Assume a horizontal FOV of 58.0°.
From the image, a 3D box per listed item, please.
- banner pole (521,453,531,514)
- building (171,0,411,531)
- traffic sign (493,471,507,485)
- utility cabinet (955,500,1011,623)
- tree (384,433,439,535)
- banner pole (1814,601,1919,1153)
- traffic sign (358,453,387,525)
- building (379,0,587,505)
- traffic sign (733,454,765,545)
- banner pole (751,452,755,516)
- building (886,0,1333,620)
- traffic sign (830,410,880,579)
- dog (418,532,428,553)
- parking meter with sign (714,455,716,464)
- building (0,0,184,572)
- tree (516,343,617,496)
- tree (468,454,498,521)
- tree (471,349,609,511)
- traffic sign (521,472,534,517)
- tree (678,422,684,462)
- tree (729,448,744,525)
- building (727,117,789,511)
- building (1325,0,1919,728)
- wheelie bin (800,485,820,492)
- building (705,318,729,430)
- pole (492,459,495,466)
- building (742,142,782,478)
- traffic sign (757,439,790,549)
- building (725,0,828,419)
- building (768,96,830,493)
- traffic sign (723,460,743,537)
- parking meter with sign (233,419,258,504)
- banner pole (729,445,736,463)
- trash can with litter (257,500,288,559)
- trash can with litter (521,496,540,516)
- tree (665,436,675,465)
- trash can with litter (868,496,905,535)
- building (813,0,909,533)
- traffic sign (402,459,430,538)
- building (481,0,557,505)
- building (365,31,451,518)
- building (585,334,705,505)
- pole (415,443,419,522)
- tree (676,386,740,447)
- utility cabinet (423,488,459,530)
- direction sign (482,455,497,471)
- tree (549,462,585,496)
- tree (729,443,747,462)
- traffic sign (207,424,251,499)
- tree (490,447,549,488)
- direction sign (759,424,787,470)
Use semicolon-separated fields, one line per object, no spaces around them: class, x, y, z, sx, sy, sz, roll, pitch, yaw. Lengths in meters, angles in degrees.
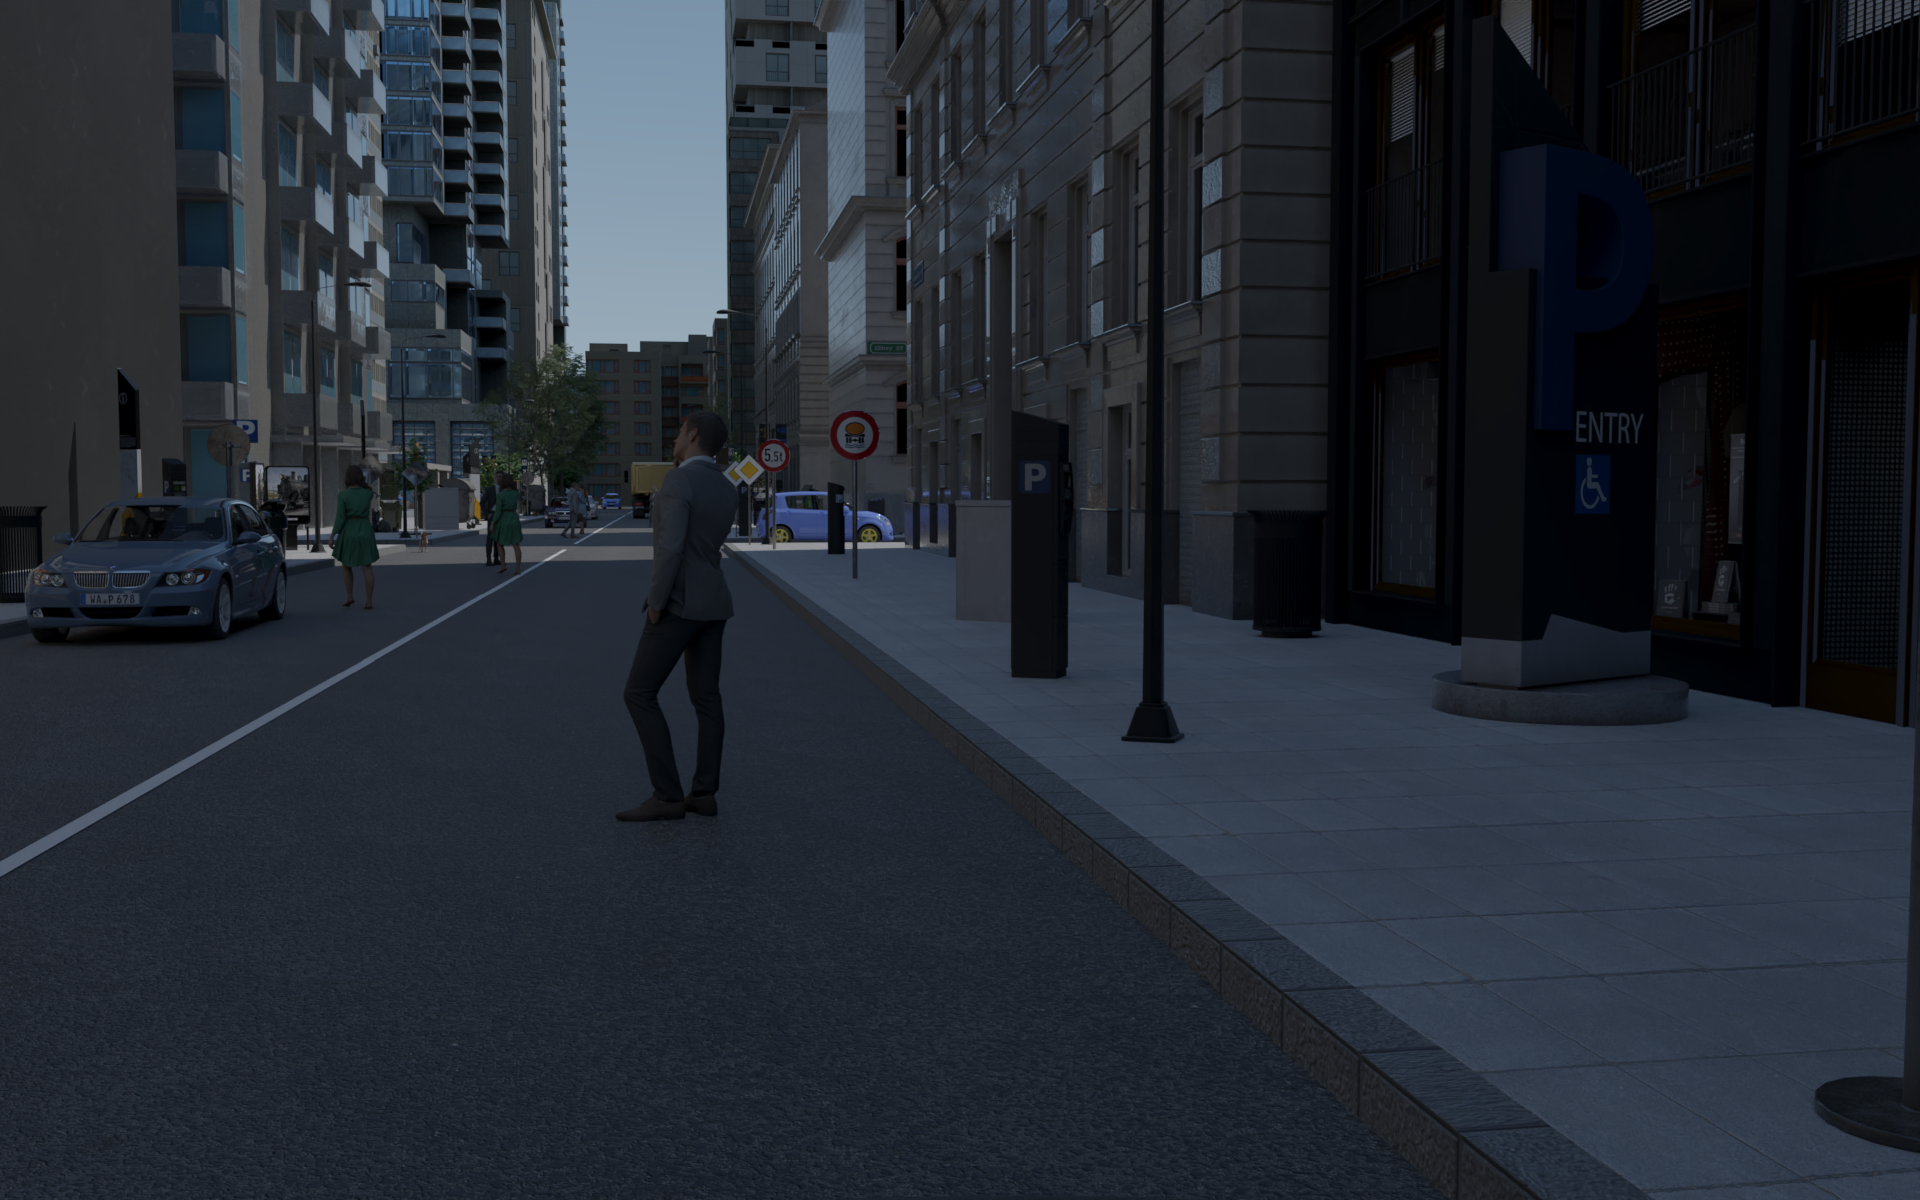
banner pole;-26.322;-7.048;105.251;0.401;3.779;0.863;3;4;36
building;-34.107;-27.165;63.762;23.786;49.044;30.456;-1;4;-10
traffic sign;-20.659;-4.634;77.893;0.606;2.300;0.079;0;4;-5
utility cabinet;0.453;-0.385;17.458;1.020;1.237;0.306;2;4;35
tree;-17.149;-3.678;54.730;1.663;3.219;1.824;0;3;0
banner pole;2.150;-0.829;3.564;0.863;3.779;0.401;-3;4;-37
traffic sign;-14.402;-2.365;42.318;0.795;2.450;0.064;-1;4;-10
building;-62.442;-55.261;216.186;31.000;86.520;22.319;-1;4;-10
traffic sign;-5.336;-2.459;43.848;0.795;2.450;0.064;-1;4;-10
banner pole;-12.257;-6.886;102.601;0.401;3.779;0.863;-2;4;-26
building;6.280;-14.212;29.631;12.463;27.353;25.104;-1;4;-10
traffic sign;-1.593;-1.598;26.228;0.768;2.556;0.104;-1;4;-9
dog;-13.193;-1.427;42.626;0.540;0.507;0.406;2;4;27
parking meter with sign;-10.747;-4.874;75.953;0.543;3.016;1.738;0;4;-7
building;-24.277;-12.320;31.116;15.834;23.373;12.332;-1;4;-10
tree;-29.616;-12.978;130.316;7.486;12.596;7.792;0;3;0
tree;-22.473;-5.378;82.539;1.663;3.219;1.824;0;3;0
tree;-26.843;-10.823;111.361;8.767;10.594;7.601;-2;4;-25
traffic sign;-24.689;-6.041;98.876;0.768;2.556;0.104;0;4;-4
tree;-25.820;-13.264;167.226;4.360;8.622;3.978;0;3;0
tree;-9.463;-4.785;72.837;1.663;3.219;1.824;0;3;0
building;-11.337;-22.341;136.971;14.160;30.474;14.107;-1;4;-10
building;11.040;-11.019;9.837;12.332;23.373;15.834;-1;4;-10
wheelie bin;-5.051;-3.039;57.603;0.693;1.594;0.980;-2;4;-28
building;-12.835;-20.894;186.648;27.650;21.520;28.899;-1;4;-10
pole;-27.060;-6.528;100.580;0.158;3.312;0.155;0;3;0
building;-5.283;-17.072;112.413;16.112;22.955;30.059;-1;4;-10
traffic sign;-4.310;-2.449;40.140;0.768;2.556;0.104;0;4;-2
building;-7.315;-34.789;158.044;28.713;52.752;27.495;-1;4;-10
building;-4.223;-14.609;88.003;9.793;20.994;18.267;-1;4;-10
traffic sign;-6.688;-2.940;51.718;0.795;2.450;0.064;-1;4;-10
parking meter with sign;-16.376;-2.661;39.767;0.543;3.016;1.738;-1;4;-22
banner pole;-10.500;-5.397;78.265;0.863;3.779;0.401;1;4;22
trash can with litter;-13.618;-1.382;33.978;0.624;1.170;1.055;-3;5;-42
trash can with litter;-24.767;-5.412;99.871;1.055;1.170;0.624;0;4;4
tree;-31.104;-14.972;195.158;4.737;8.622;4.395;0;3;0
trash can with litter;-2.230;-2.638;54.193;2.233;1.210;1.678;0;4;-1
building;6.776;-16.880;63.377;23.554;28.519;14.401;-1;4;-10
traffic sign;-15.753;-2.847;50.188;0.795;2.450;0.064;-1;4;-10
building;-56.106;-36.025;178.244;27.495;52.752;28.713;-1;4;-10
building;-46.315;-24.815;97.614;32.217;40.220;23.993;-1;4;-10
building;-33.224;-23.238;224.976;28.899;21.520;27.650;-1;4;-10
pole;-21.657;-4.598;69.026;0.158;3.312;0.155;0;3;0
tree;-16.792;-10.204;117.190;4.737;8.622;4.395;0;3;0
utility cabinet;-18.166;-3.175;60.591;1.173;1.500;0.318;-2;4;-33
direction sign;-27.478;-6.677;101.164;0.876;3.537;0.379;0;4;7
tree;-33.060;-9.842;144.628;4.285;4.588;4.351;0;3;0
tree;-13.103;-6.836;95.480;4.285;4.588;4.351;0;3;0
traffic sign;-13.272;-1.918;31.460;0.768;2.556;0.104;0;4;-3
tree;-31.038;-8.291;119.266;4.285;4.588;4.351;0;3;0
direction sign;-6.037;-3.912;55.952;0.876;3.537;0.379;0;4;-6
